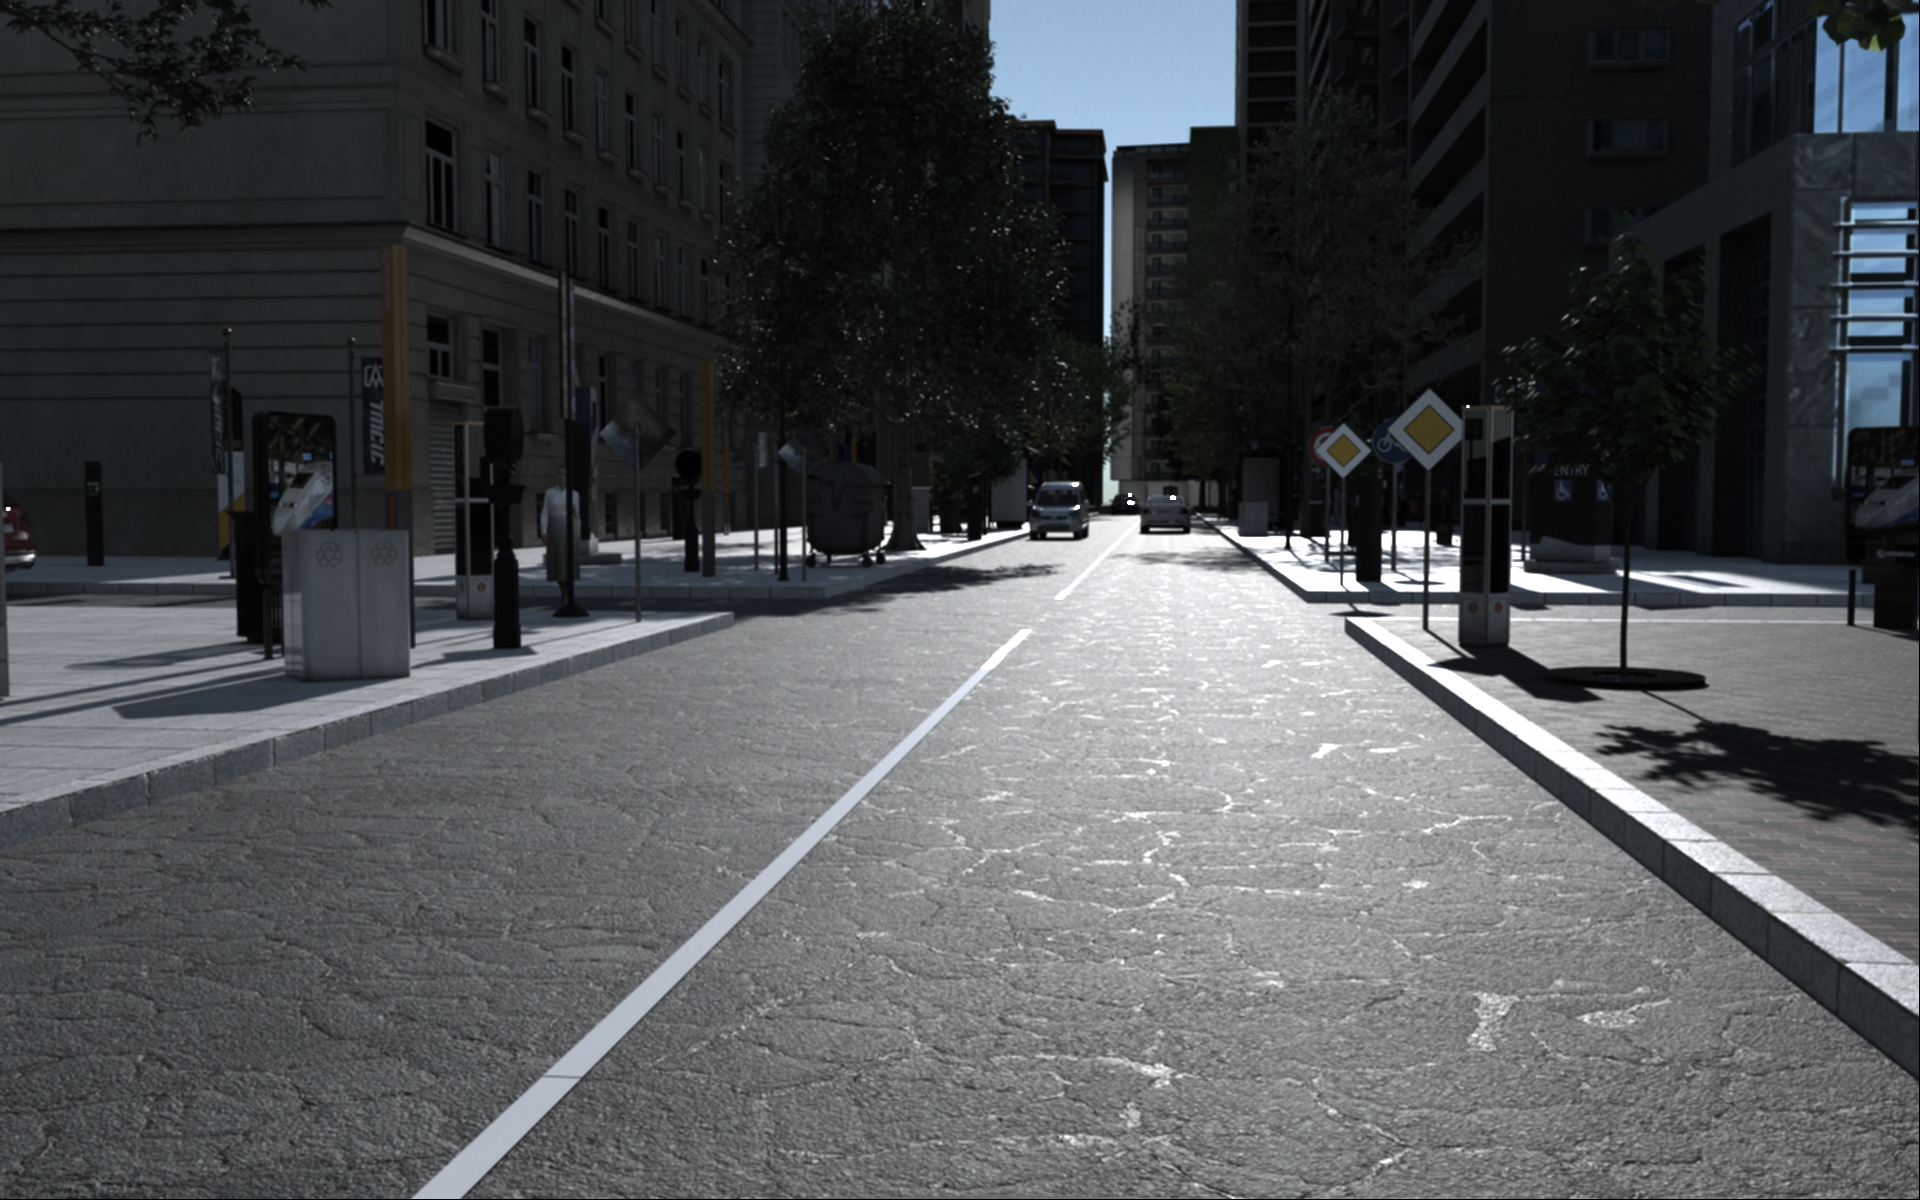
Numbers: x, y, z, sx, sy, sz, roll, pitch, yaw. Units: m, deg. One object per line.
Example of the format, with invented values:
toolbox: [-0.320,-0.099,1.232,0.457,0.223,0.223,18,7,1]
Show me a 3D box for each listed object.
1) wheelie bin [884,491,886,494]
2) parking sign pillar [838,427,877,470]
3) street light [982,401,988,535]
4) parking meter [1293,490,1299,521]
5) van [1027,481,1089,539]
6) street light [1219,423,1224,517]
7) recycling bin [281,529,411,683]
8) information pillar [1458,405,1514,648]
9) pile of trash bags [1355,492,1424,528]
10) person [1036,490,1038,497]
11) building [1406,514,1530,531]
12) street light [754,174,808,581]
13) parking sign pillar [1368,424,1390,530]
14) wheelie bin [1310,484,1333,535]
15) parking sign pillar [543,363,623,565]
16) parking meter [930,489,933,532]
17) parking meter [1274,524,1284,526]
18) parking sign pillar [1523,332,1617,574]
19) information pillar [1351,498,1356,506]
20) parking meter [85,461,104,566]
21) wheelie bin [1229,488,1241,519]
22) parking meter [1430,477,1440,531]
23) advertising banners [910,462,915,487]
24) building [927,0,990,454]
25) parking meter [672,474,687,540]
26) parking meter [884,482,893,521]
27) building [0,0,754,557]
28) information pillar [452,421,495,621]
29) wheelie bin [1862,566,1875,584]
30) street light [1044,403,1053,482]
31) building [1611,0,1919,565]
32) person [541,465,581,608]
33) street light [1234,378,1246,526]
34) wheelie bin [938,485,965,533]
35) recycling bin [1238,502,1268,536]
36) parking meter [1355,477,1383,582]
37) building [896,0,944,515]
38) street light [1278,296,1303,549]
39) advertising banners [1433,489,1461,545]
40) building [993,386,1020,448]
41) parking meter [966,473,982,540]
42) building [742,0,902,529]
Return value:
wheelie bin: [-3.719,-4.218,76.876,0.693,1.594,0.980,-3,5,-41]
parking sign pillar: [-4.129,-5.103,71.899,1.447,3.967,1.447,-1,4,-11]
street light: [0.776,-4.970,54.045,0.468,5.910,1.993,0,4,7]
parking meter: [15.861,-4.503,82.035,0.372,1.533,0.369,0,3,0]
van: [3.233,-3.002,56.096,2.013,2.044,4.112,1,4,9]
street light: [14.750,-7.647,97.813,0.468,5.910,1.993,0,4,7]
recycling bin: [-4.337,0.020,12.228,0.722,1.027,0.722,-2,4,-32]
information pillar: [4.408,-0.613,14.516,0.304,2.012,0.304,-2,4,-33]
pile of trash bags: [16.820,-3.539,67.610,1.912,1.369,3.447,-2,4,-29]
person: [8.163,-10.576,181.517,0.705,1.812,1.348,-1,4,-10]
building: [30.134,-27.199,68.408,21.300,48.544,21.600,0,4,7]
street light: [-2.611,-3.221,25.453,0.468,5.910,1.993,0,4,7]
parking sign pillar: [14.640,-4.485,61.803,1.447,3.967,1.447,1,4,17]
wheelie bin: [11.149,-2.811,53.872,0.980,1.594,0.693,3,4,37]
parking sign pillar: [-6.945,-2.649,31.785,1.447,3.967,1.447,0,4,-5]
parking meter: [-1.102,-3.074,58.670,0.372,1.533,0.369,0,3,0]
parking meter: [12.530,-3.808,67.973,0.399,1.863,0.255,0,4,-1]
parking sign pillar: [9.976,-2.432,28.241,1.447,3.967,1.447,-2,4,-31]
information pillar: [13.333,-4.120,58.709,0.183,3.616,0.504,0,4,3]
parking meter: [-15.454,-1.542,30.919,0.255,1.863,0.399,-2,4,-24]
wheelie bin: [14.104,-4.889,87.845,0.693,1.594,0.980,3,5,43]
parking meter: [16.621,-3.367,60.756,0.255,1.863,0.399,-1,4,-17]
advertising banners: [-3.469,-6.096,95.851,2.074,3.025,0.090,1,4,20]
building: [-5.439,-27.224,128.703,14.154,41.232,14.086,0,4,7]
parking meter: [-7.878,-2.622,48.579,0.255,1.863,0.399,2,4,28]
parking meter: [-3.397,-4.685,82.308,0.399,1.863,0.255,3,4,37]
building: [-16.651,-13.204,49.163,16.112,22.955,30.059,0,4,7]
information pillar: [-4.958,-0.806,17.678,0.304,2.012,0.304,-3,5,-40]
wheelie bin: [13.227,-1.029,24.737,0.693,1.594,0.980,3,5,45]
street light: [4.155,-6.690,82.176,0.468,5.910,1.993,0,4,7]
building: [31.591,-44.361,37.979,31.000,86.520,22.319,0,4,7]
person: [-5.017,-0.804,21.876,0.478,1.798,0.641,0,4,-1]
street light: [11.158,-5.889,69.070,0.468,5.910,1.993,0,4,7]
wheelie bin: [-0.301,-3.009,57.106,0.980,1.594,0.693,2,4,23]
recycling bin: [9.008,-2.489,53.245,0.722,1.027,0.722,-1,4,-10]
parking meter: [6.006,-1.040,25.423,0.372,1.533,0.369,0,3,0]
building: [-10.663,-41.140,110.885,20.563,71.187,20.611,0,4,7]
street light: [7.734,-4.152,40.671,0.468,5.910,1.993,0,4,7]
advertising banners: [12.801,-2.891,43.455,0.090,3.025,2.074,-3,5,-41]
building: [-10.918,-51.660,157.309,31.000,86.520,22.319,0,4,7]
parking meter: [0.390,-2.607,48.337,0.399,1.863,0.255,-1,4,-18]
building: [-10.200,-18.396,78.273,11.434,29.767,29.804,0,4,7]
